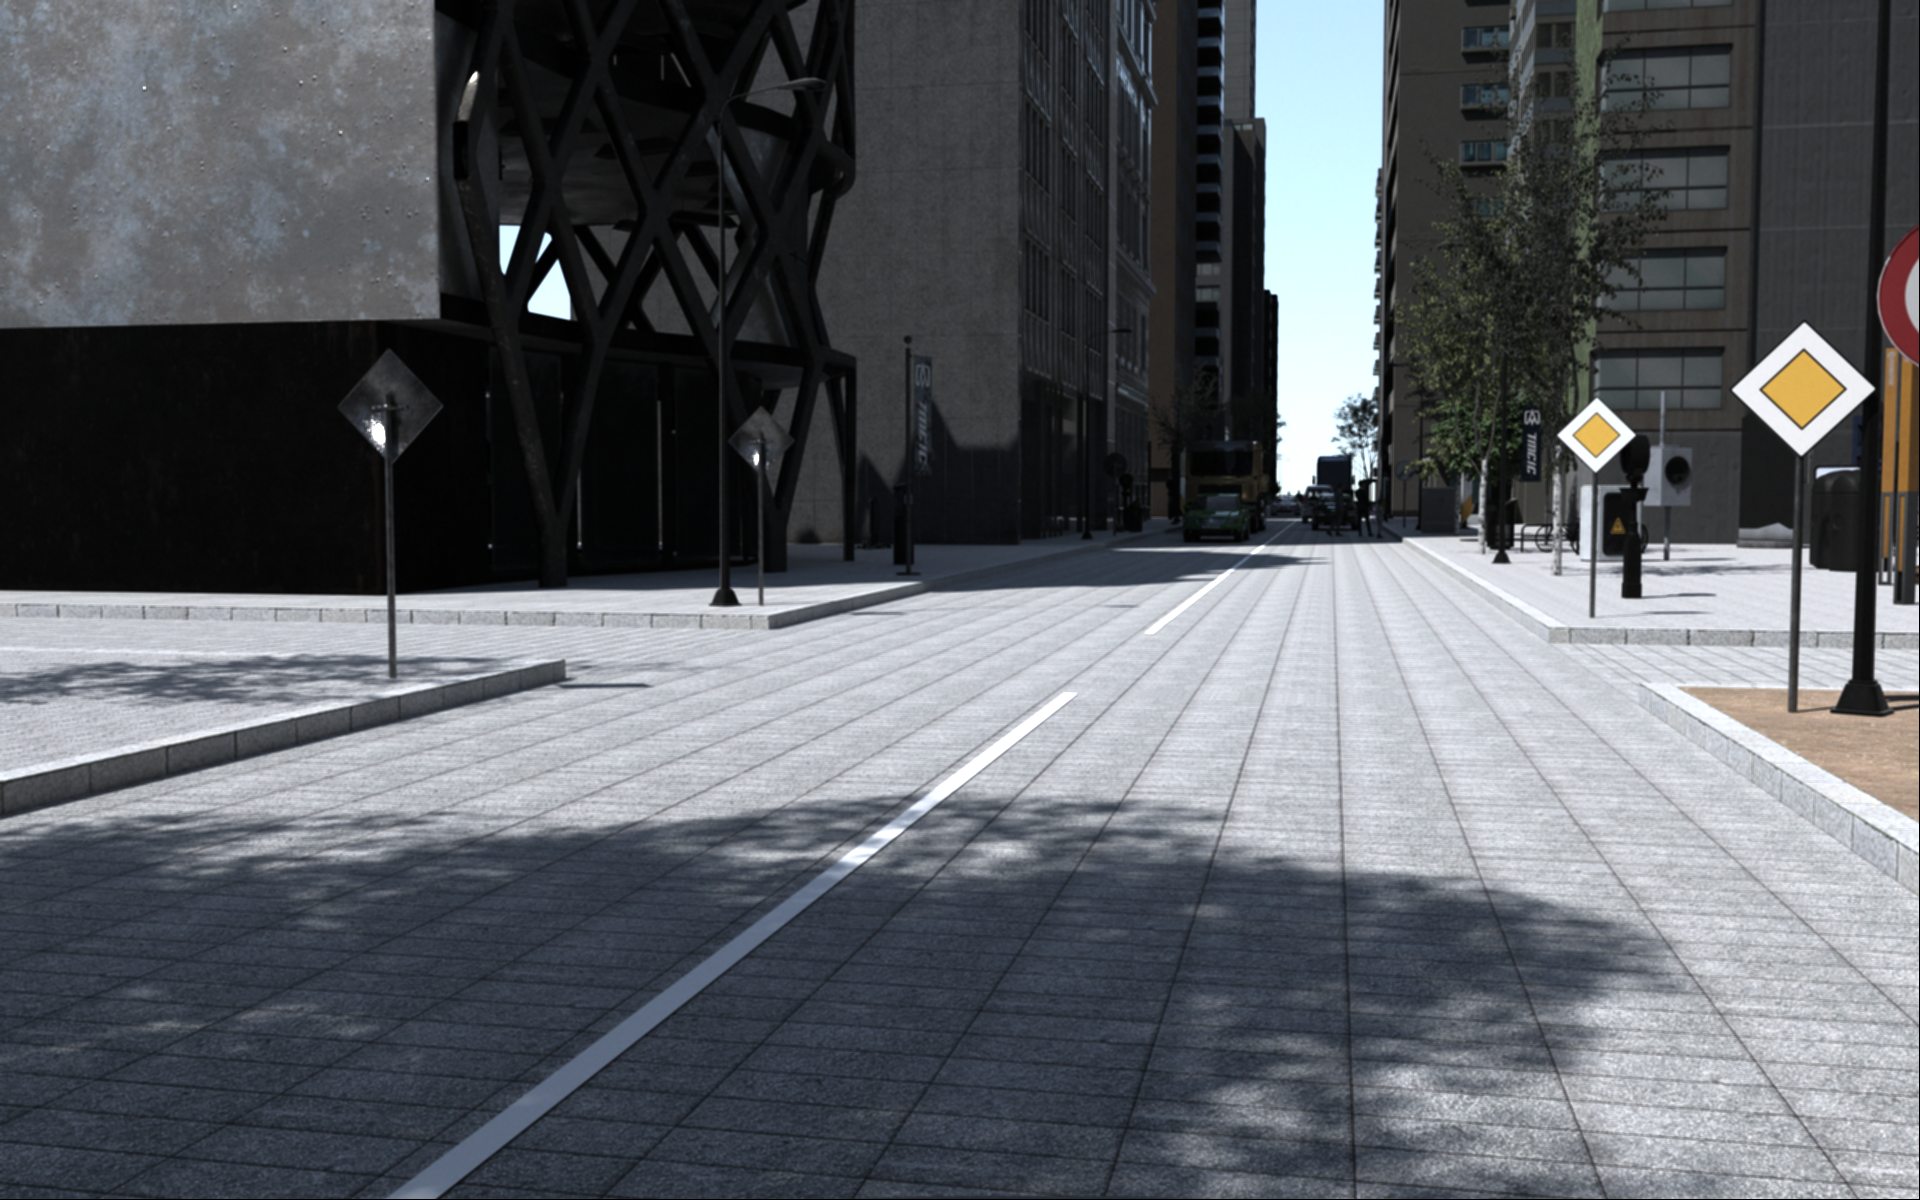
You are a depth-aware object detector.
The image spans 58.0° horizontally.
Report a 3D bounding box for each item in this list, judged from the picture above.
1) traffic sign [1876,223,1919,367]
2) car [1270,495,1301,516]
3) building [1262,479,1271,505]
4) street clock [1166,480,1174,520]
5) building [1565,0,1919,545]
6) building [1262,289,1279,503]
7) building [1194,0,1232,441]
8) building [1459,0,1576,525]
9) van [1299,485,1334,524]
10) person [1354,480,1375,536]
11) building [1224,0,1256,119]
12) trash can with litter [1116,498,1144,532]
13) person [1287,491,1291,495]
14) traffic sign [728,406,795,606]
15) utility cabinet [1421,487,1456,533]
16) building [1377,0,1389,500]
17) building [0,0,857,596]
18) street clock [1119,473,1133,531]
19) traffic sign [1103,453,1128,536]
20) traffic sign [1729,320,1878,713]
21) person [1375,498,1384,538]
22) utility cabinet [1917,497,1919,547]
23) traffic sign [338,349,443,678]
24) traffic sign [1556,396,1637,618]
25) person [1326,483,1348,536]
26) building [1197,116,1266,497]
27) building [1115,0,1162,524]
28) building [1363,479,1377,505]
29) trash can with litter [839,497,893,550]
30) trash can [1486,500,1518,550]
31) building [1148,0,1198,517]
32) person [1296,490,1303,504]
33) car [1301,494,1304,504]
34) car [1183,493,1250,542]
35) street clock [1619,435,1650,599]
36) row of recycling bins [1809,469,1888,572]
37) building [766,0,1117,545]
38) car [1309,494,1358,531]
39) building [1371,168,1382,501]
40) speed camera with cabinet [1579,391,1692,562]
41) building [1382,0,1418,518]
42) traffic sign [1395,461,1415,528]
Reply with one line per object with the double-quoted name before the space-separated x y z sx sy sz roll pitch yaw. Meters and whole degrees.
"traffic sign" 4.481 -0.466 7.719 0.768 2.556 0.104 1 4 21
"car" 21.921 -6.369 116.492 2.083 1.381 4.827 1 4 14
"building" 20.368 -31.362 204.656 32.217 40.220 23.993 1 4 12
"street clock" 10.582 -5.041 86.993 0.471 2.002 0.358 1 4 13
"building" 24.644 -22.338 48.820 14.154 41.232 14.086 1 4 12
"building" 37.105 -28.784 242.313 14.160 30.474 14.107 1 4 12
"building" 12.487 -51.037 147.120 22.319 86.520 31.000 1 4 12
"building" 37.327 -23.465 75.529 32.217 40.220 23.993 1 4 12
"van" 17.746 -4.797 85.439 2.013 2.044 4.112 1 4 12
"person" 13.747 -3.124 58.948 0.648 1.900 0.474 3 5 43
"building" 29.871 -48.113 224.896 20.563 71.187 20.611 1 4 12
"trash can with litter" 5.680 -2.875 58.393 1.055 1.170 0.624 0 4 6
"person" 33.938 -10.396 179.001 1.217 1.766 0.721 2 4 35
"traffic sign" -2.280 -0.990 19.827 0.795 2.450 0.064 1 4 12
"utility cabinet" 15.707 -2.936 56.678 1.173 1.500 0.318 1 4 23
"building" 46.671 -37.026 147.375 21.231 58.520 28.212 1 4 12
"building" -10.596 -9.973 30.504 16.820 18.784 16.811 1 4 12
"street clock" 5.795 -3.421 60.509 0.471 2.002 0.358 0 4 -7
"traffic sign" 4.752 -3.244 53.139 0.768 2.556 0.104 1 4 21
"traffic sign" 4.887 -0.396 10.110 0.795 2.450 0.064 1 4 12
"person" 13.691 -2.669 56.409 0.394 1.301 0.425 -2 4 -33
"utility cabinet" 23.636 -1.887 42.012 1.020 1.237 0.306 0 4 -3
"traffic sign" -3.953 -0.512 12.018 0.795 2.450 0.064 1 4 12
"traffic sign" 6.560 -0.873 17.919 0.795 2.450 0.064 1 4 12
"person" 12.992 -3.101 59.317 0.853 1.813 0.709 -1 4 -15
"building" 24.981 -30.619 184.207 14.154 41.232 14.086 1 4 12
"building" 0.906 -17.581 73.346 13.634 28.700 20.117 1 4 12
"building" 63.638 -31.164 201.405 32.217 40.220 23.993 1 4 12
"trash can with litter" -2.192 -1.822 40.840 1.678 1.210 2.233 0 4 8
"trash can" 12.493 -1.735 40.019 0.748 1.137 0.748 0 3 0
"building" 6.403 -27.611 101.546 14.600 45.320 14.200 1 4 12
"person" 29.714 -8.734 151.855 0.990 1.755 0.434 3 5 43
"car" 44.259 -12.958 223.867 2.014 1.417 4.499 1 4 10
"car" 7.854 -2.694 52.845 1.959 1.807 4.718 1 4 13
"street clock" 8.280 -1.023 21.295 0.358 2.002 0.471 0 4 5
"row of recycling bins" 15.355 -1.401 30.026 1.069 1.692 3.534 1 4 20
"building" -2.334 -14.416 53.718 12.078 24.808 19.932 1 4 12
"car" 15.095 -3.541 69.686 2.131 1.459 4.920 1 4 12
"building" 66.049 -37.236 228.409 23.786 49.044 30.456 1 4 12
"speed camera with cabinet" 12.881 -2.363 32.979 2.038 3.252 0.660 -1 4 -14
"building" 36.264 -29.215 101.372 21.300 48.544 21.600 1 4 12
"traffic sign" 16.989 -4.039 66.144 0.768 2.556 0.104 1 4 20
